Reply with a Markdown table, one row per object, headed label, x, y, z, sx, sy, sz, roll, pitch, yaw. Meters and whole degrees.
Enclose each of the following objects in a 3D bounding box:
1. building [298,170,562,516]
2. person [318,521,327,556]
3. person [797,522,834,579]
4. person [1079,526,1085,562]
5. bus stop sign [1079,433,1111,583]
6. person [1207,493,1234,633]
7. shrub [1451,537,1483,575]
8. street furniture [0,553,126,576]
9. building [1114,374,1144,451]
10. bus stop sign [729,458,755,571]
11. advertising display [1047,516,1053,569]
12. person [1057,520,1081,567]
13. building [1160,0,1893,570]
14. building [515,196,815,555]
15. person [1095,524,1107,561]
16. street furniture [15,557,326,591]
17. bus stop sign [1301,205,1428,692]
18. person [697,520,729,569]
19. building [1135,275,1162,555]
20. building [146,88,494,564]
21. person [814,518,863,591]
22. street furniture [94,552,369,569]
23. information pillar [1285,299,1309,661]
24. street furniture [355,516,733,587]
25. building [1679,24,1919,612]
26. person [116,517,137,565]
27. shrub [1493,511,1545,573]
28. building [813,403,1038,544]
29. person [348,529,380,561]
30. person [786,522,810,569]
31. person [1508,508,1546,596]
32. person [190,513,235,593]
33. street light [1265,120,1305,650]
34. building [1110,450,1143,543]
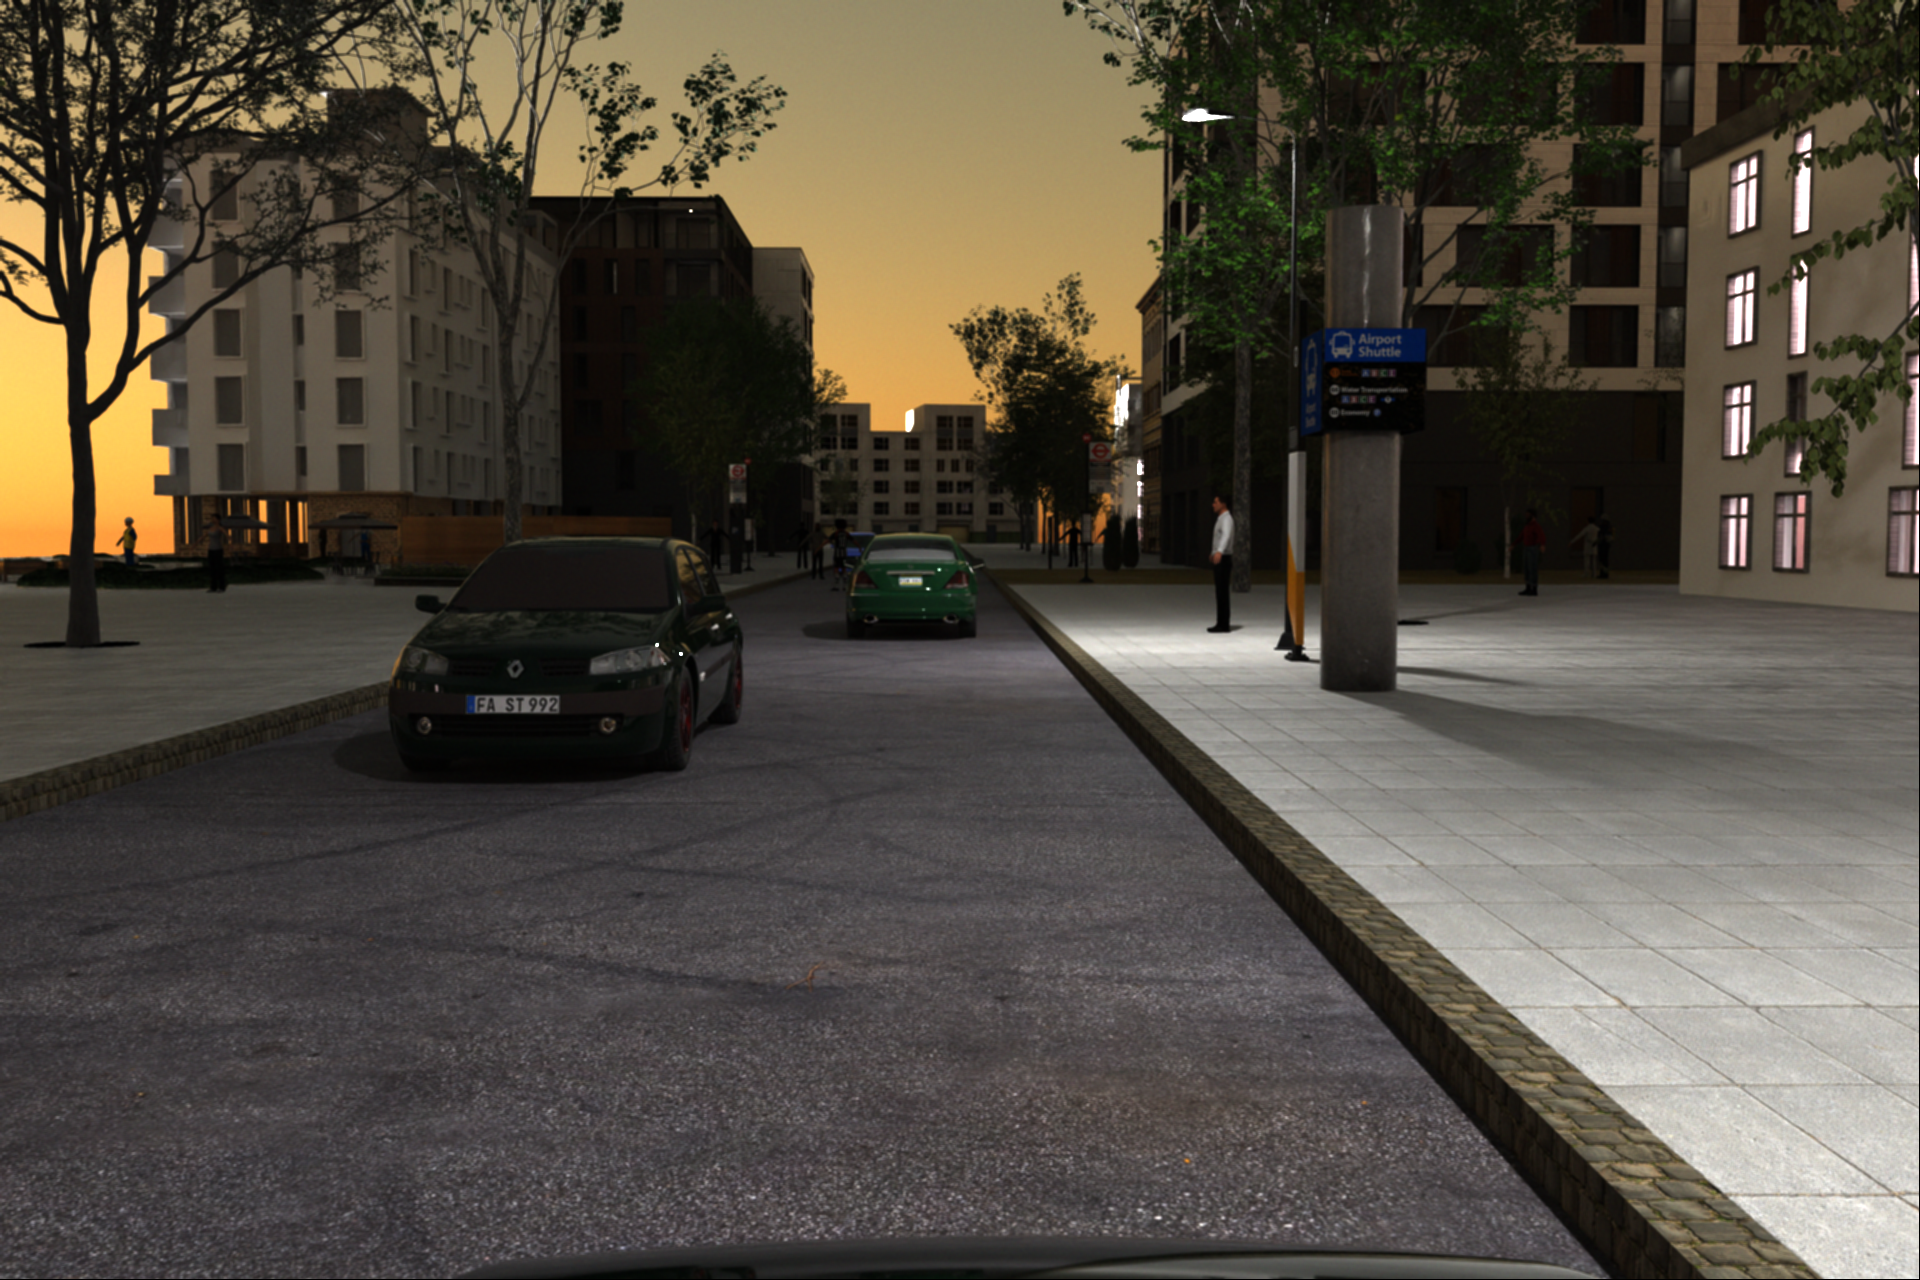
| label | x | y | z | sx | sy | sz | roll | pitch | yaw |
| --- | --- | --- | --- | --- | --- | --- | --- | --- | --- |
| building | -28.981 | -14.377 | 91.482 | 16.016 | 20.090 | 11.380 | 0 | 4 | 0 |
| person | -25.464 | -3.852 | 69.115 | 0.704 | 1.812 | 1.346 | -1 | 4 | -18 |
| person | -4.501 | -2.829 | 54.832 | 1.348 | 1.813 | 0.705 | -1 | 4 | -17 |
| person | 5.773 | -4.501 | 80.398 | 0.721 | 1.733 | 1.217 | 1 | 4 | 20 |
| bus stop sign | 3.580 | -3.501 | 45.938 | 0.855 | 3.939 | 0.416 | 0 | 4 | 0 |
| person | 3.401 | -1.009 | 22.649 | 0.704 | 1.810 | 1.344 | 0 | 4 | 6 |
| shrub | 15.961 | -2.653 | 54.488 | 1.383 | 1.207 | 1.383 | 0 | 3 | 0 |
| street furniture | -31.025 | -2.331 | 53.731 | 10.072 | 0.657 | 5.734 | -2 | 4 | -25 |
| building | 23.436 | -21.324 | 205.070 | 16.016 | 20.090 | 11.380 | 0 | 4 | 0 |
| bus stop sign | -7.606 | -4.387 | 60.427 | 0.855 | 3.939 | 0.416 | 0 | 4 | 1 |
| advertising display | 3.307 | -3.573 | 63.638 | 0.123 | 1.923 | 0.974 | 0 | 4 | -2 |
| person | 4.395 | -3.754 | 67.307 | 1.347 | 1.837 | 0.705 | -2 | 4 | -24 |
| building | 22.687 | -14.305 | 77.861 | 27.936 | 21.610 | 32.646 | 0 | 4 | -1 |
| building | -25.224 | -16.966 | 121.374 | 27.936 | 21.610 | 32.646 | 0 | 4 | -1 |
| person | 6.218 | -4.043 | 72.225 | 1.347 | 1.817 | 0.704 | -1 | 4 | -22 |
| street furniture | -19.876 | -1.741 | 44.091 | 5.734 | 0.657 | 10.072 | 0 | 4 | 0 |
| bus stop sign | 3.297 | -1.542 | 14.233 | 0.837 | 3.901 | 0.837 | 0 | 4 | 0 |
| person | -8.856 | -3.459 | 62.749 | 1.347 | 1.806 | 0.705 | -1 | 4 | -10 |
| building | 21.343 | -16.822 | 105.968 | 19.493 | 23.208 | 18.063 | 0 | 3 | 0 |
| building | -28.599 | -13.369 | 75.004 | 16.016 | 20.090 | 11.380 | 0 | 4 | 0 |
| person | -3.035 | -2.150 | 43.750 | 1.345 | 1.843 | 0.704 | -2 | 4 | -28 |
| street furniture | -27.077 | -2.939 | 63.678 | 10.072 | 0.657 | 5.734 | -1 | 4 | -12 |
| information pillar | 3.426 | -1.605 | 17.591 | 0.183 | 3.616 | 0.504 | 0 | 3 | 0 |
| street furniture | -10.594 | -2.237 | 43.431 | 11.010 | 1.723 | 9.812 | 2 | 4 | 24 |
| building | 20.182 | -4.971 | 23.428 | 9.099 | 9.664 | 28.070 | 0 | 4 | -1 |
| person | -24.176 | -2.677 | 50.229 | 1.216 | 1.772 | 0.721 | 3 | 5 | 43 |
| shrub | 18.326 | -3.204 | 56.808 | 1.690 | 2.028 | 1.600 | 0 | 3 | 0 |
| building | -6.262 | -22.810 | 241.856 | 31.486 | 18.905 | 16.747 | -1 | 4 | -10 |
| person | -23.666 | -3.857 | 68.917 | 1.347 | 1.847 | 0.705 | 1 | 4 | 10 |
| person | -5.801 | -3.491 | 63.797 | 1.216 | 1.740 | 0.721 | 0 | 4 | 1 |
| person | 11.881 | -1.837 | 36.139 | 0.704 | 1.816 | 1.345 | -1 | 4 | -12 |
| person | -16.387 | -1.909 | 38.019 | 1.217 | 1.737 | 0.721 | 1 | 4 | 22 |
| street light | 4.203 | -2.845 | 19.054 | 1.470 | 5.913 | 1.316 | 0 | 4 | -1 |
| building | 20.816 | -14.178 | 173.963 | 9.099 | 9.664 | 28.070 | 0 | 4 | 0 |
